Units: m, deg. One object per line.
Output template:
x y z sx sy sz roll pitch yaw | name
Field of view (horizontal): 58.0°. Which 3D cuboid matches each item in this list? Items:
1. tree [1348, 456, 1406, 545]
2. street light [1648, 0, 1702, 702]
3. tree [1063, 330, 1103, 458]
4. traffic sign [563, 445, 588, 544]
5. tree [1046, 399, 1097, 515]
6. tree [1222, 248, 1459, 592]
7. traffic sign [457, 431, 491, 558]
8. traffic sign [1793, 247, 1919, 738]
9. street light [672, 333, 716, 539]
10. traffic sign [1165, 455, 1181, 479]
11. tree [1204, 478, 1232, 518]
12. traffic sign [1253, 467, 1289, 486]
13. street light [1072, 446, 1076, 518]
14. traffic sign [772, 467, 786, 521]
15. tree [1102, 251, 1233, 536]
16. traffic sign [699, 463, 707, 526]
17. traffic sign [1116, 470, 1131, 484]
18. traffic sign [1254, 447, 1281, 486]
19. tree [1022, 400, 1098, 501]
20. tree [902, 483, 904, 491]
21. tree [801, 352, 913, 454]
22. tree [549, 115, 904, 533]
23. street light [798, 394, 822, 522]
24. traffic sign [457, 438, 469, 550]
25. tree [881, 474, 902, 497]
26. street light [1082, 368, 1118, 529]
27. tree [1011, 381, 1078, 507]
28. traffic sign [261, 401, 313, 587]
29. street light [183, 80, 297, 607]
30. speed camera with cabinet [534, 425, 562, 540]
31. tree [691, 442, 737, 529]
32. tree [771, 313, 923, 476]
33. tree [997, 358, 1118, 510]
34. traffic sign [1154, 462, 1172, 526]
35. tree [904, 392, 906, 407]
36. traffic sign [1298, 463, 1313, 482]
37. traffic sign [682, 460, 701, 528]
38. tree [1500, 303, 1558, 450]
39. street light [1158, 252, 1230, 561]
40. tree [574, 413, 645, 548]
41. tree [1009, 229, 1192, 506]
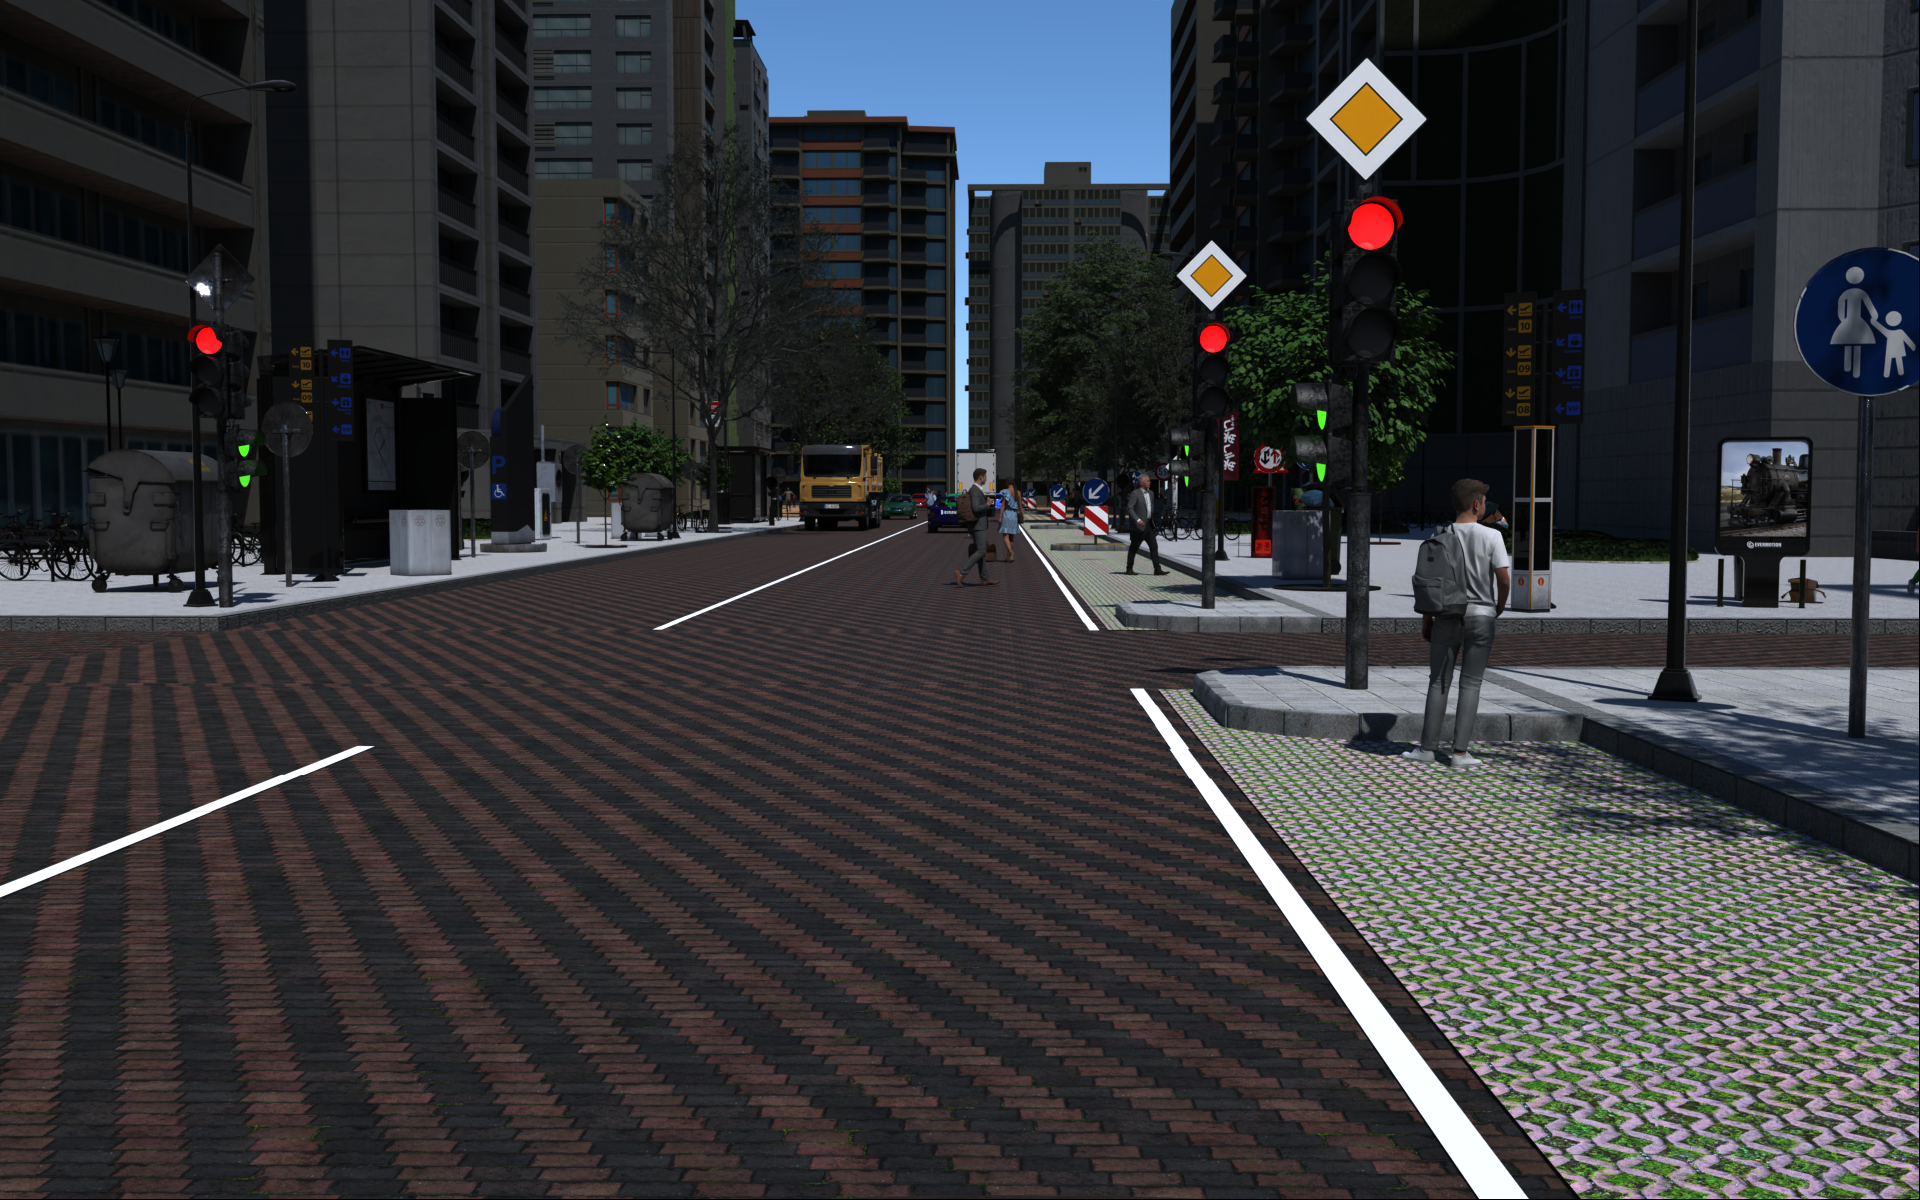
10.606 -3.033 44.185 1.663 3.219 1.824 0 3 0 | tree
3.935 -2.333 10.682 1.470 5.913 1.316 0 4 1 | street light
6.897 -7.689 76.082 4.360 8.622 3.978 0 3 0 | tree
-9.880 -2.731 44.762 0.768 2.556 0.104 0 4 2 | traffic sign
7.087 -9.544 106.401 4.737 8.622 4.395 0 3 0 | tree
5.044 -2.425 23.357 4.285 4.588 4.351 0 3 0 | tree
-9.829 -2.129 34.908 0.768 2.556 0.104 0 4 8 | traffic sign
4.727 -0.547 9.052 0.768 2.556 0.104 1 4 10 | traffic sign
-7.718 -4.735 49.951 1.470 5.913 1.316 0 4 1 | street light
7.335 -3.593 58.472 0.795 2.593 0.064 0 4 6 | traffic sign
14.036 -6.031 93.204 1.663 3.219 1.824 0 3 0 | tree
7.826 -2.669 43.646 0.884 2.594 0.081 0 4 3 | traffic sign
5.749 -7.453 94.390 1.470 5.913 1.316 0 4 1 | street light
-8.658 -5.040 82.512 0.768 2.556 0.104 1 4 9 | traffic sign
6.549 -6.236 52.314 4.360 8.622 3.978 0 3 0 | tree
-10.490 -4.282 70.119 0.768 2.556 0.104 0 4 5 | traffic sign
8.706 -5.634 92.125 0.884 2.594 0.081 0 4 3 | traffic sign
7.503 -2.561 41.982 0.768 2.556 0.104 1 4 10 | traffic sign
9.117 -13.706 158.508 7.601 10.594 8.767 3 4 37 | tree
-6.171 -10.453 165.509 1.663 3.219 1.824 0 3 0 | tree
-7.068 -11.986 121.720 9.928 11.665 9.643 0 3 0 | tree
-8.121 -8.957 56.816 12.009 13.543 11.850 0 3 0 | tree
-6.795 -6.594 80.349 1.470 5.913 1.316 0 4 1 | street light
-11.404 -2.406 39.451 0.768 2.556 0.104 0 4 2 | traffic sign
-6.717 -9.985 157.854 1.663 3.219 1.824 0 3 0 | tree
5.165 -5.575 63.692 1.470 5.913 1.316 0 4 1 | street light
8.470 -15.389 169.739 7.486 12.596 7.792 0 3 0 | tree
-9.275 -1.453 23.861 0.768 2.556 0.104 1 4 10 | traffic sign
-8.144 -2.879 19.614 1.470 5.913 1.316 0 4 1 | street light
-11.822 -3.343 49.000 0.660 3.252 2.038 0 4 4 | speed camera with cabinet
-9.145 -4.261 64.273 1.663 3.219 1.824 0 3 0 | tree
-7.379 -11.795 109.858 9.611 12.733 9.660 0 3 0 | tree
7.934 -14.035 139.845 12.009 13.543 11.850 0 3 0 | tree
8.132 -4.220 69.105 0.768 2.556 0.104 0 4 8 | traffic sign
-7.856 -11.153 92.715 12.009 13.543 11.850 0 3 0 | tree
7.512 -2.260 37.060 0.768 2.556 0.104 1 4 9 | traffic sign
-10.180 -4.013 65.712 0.768 2.556 0.104 1 4 11 | traffic sign
22.819 -7.030 65.298 4.360 8.622 3.978 0 3 0 | tree
4.504 -3.720 33.360 1.470 5.913 1.316 0 4 1 | street light
-8.382 -2.871 41.545 1.663 3.219 1.824 0 3 0 | tree
7.071 -10.909 85.009 9.857 13.997 8.962 0 3 0 | tree
